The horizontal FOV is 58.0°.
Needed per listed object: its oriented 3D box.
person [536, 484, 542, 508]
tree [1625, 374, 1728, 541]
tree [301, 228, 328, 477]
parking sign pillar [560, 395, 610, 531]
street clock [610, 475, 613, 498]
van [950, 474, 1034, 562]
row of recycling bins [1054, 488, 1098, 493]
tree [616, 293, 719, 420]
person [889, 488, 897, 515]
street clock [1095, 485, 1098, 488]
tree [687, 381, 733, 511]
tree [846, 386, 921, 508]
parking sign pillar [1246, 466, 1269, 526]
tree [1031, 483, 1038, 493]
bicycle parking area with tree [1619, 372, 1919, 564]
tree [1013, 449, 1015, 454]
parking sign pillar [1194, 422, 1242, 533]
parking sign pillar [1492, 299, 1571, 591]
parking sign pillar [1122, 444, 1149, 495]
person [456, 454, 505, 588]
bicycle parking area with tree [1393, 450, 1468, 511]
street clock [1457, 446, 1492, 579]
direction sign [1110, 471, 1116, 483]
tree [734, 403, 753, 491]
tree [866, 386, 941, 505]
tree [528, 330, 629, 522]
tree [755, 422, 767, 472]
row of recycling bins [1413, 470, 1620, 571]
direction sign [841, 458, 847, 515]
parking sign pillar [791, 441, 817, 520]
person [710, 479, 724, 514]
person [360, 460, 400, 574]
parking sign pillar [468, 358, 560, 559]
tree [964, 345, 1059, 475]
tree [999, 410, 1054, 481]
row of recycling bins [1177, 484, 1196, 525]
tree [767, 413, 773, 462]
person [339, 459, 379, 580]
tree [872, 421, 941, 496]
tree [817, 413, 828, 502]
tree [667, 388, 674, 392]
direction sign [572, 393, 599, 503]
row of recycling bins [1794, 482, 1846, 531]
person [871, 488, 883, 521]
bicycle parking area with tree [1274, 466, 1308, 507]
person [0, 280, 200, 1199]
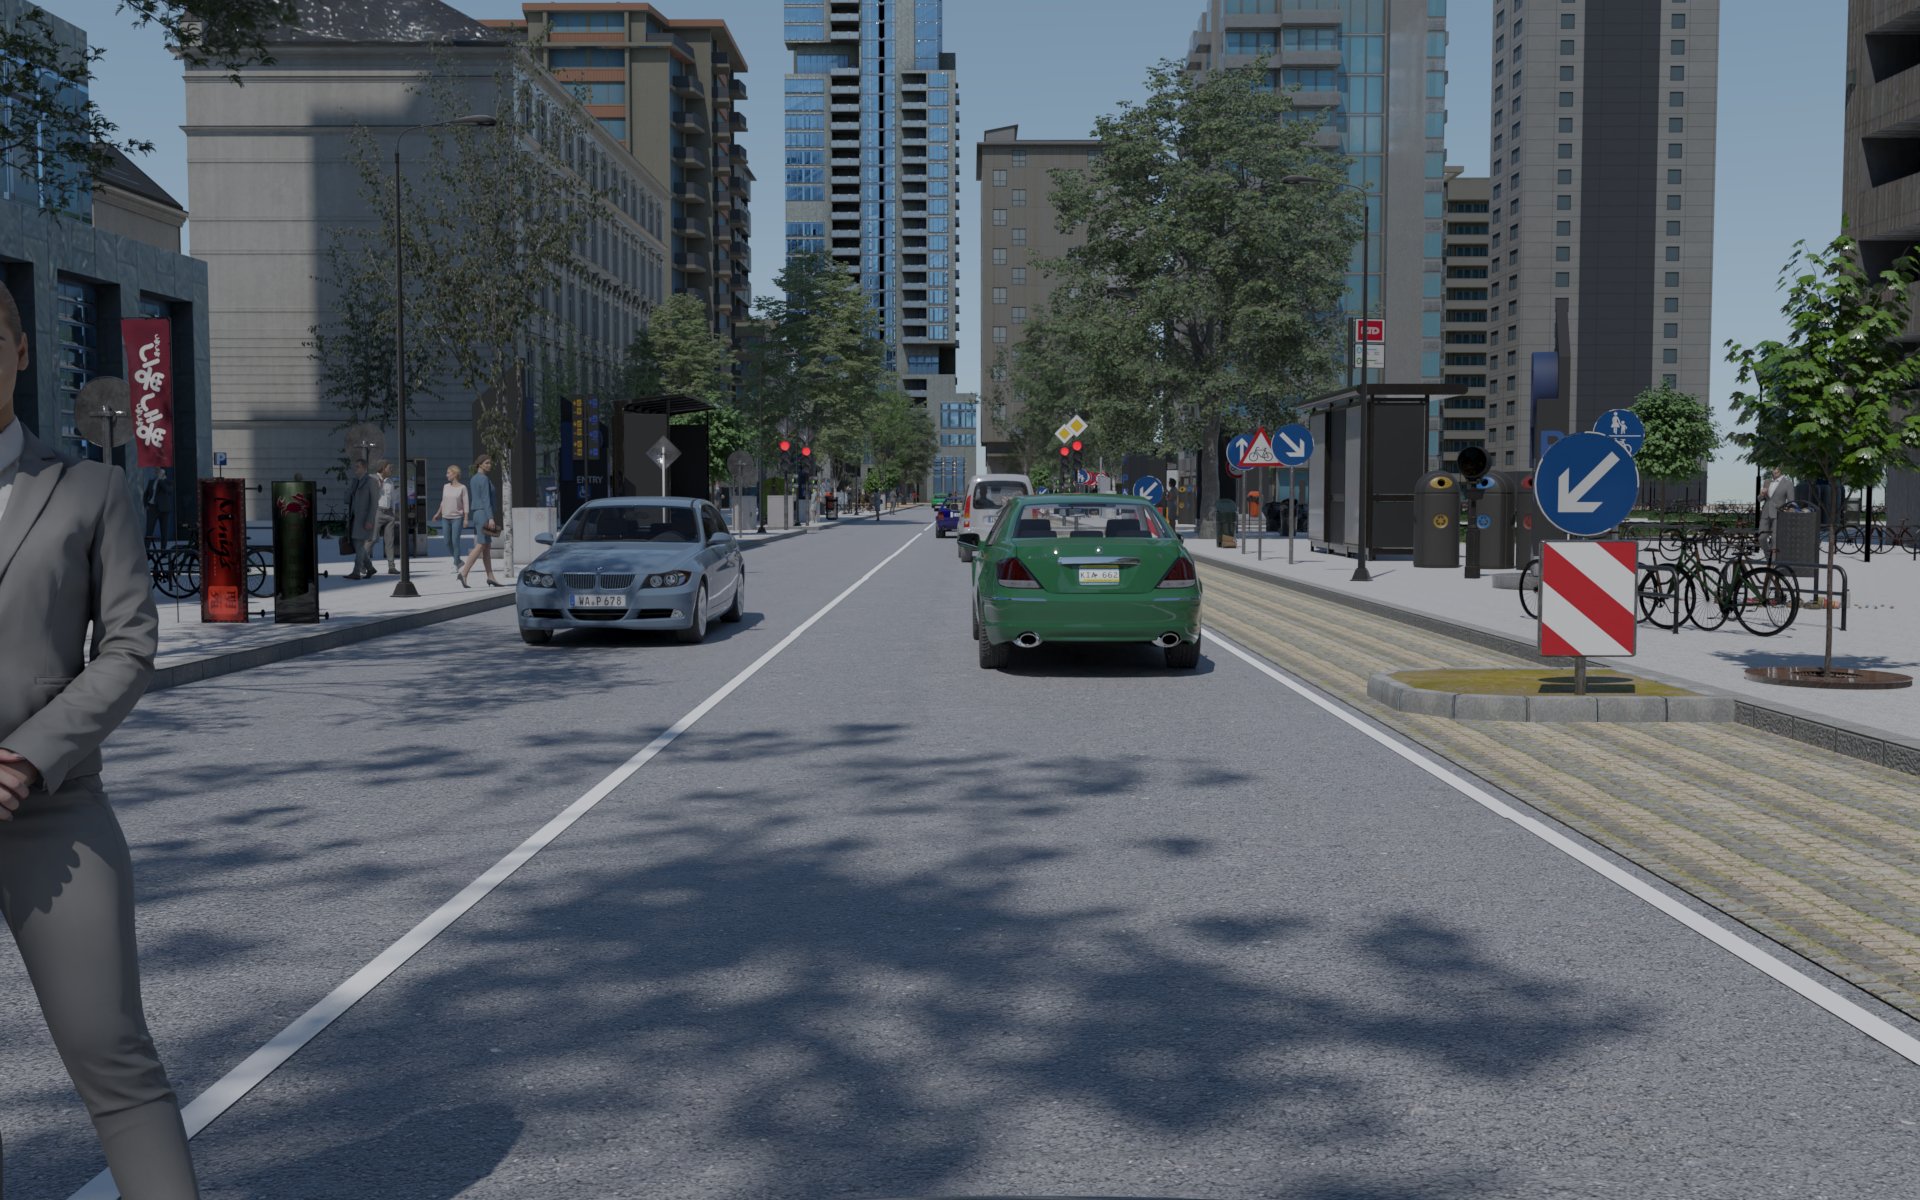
[{"bbox_3d":[-10.126,-2.118,40.857,0.537,1.800,0.526,1,4,11],"label":"person"},{"bbox_3d":[19.411,-3.906,47.580,4.285,4.588,4.351,0,3,0],"label":"tree"},{"bbox_3d":[-15.407,-5.834,45.755,4.360,8.622,3.978,0,3,0],"label":"tree"},{"bbox_3d":[-10.188,-3.581,47.029,1.447,3.967,1.447,0,4,-2],"label":"parking sign pillar"},{"bbox_3d":[-11.076,-3.100,55.254,0.471,2.002,0.358,0,4,-2],"label":"street clock"},{"bbox_3d":[0.802,-1.876,37.691,2.013,2.044,4.112,0,4,-1],"label":"van"},{"bbox_3d":[7.558,-6.326,110.546,3.534,1.692,1.069,2,4,33],"label":"row of recycling bins"},{"bbox_3d":[-16.102,-11.023,98.349,7.486,12.596,7.792,0,3,0],"label":"tree"},{"bbox_3d":[-4.576,-6.767,118.946,0.447,1.846,0.655,-3,5,-43],"label":"person"},{"bbox_3d":[10.503,-7.786,131.865,0.471,2.002,0.358,3,4,36],"label":"street clock"},{"bbox_3d":[-17.594,-9.806,110.691,4.360,8.622,3.978,0,3,0],"label":"tree"},{"bbox_3d":[-7.273,-14.330,160.054,9.928,11.665,9.643,0,3,0],"label":"tree"},{"bbox_3d":[12.017,-5.055,71.114,1.447,3.967,1.447,0,4,2],"label":"parking sign pillar"},{"bbox_3d":[6.994,-9.785,154.582,1.663,3.219,1.824,0,3,0],"label":"tree"},{"bbox_3d":[17.052,-2.940,35.064,9.016,4.147,8.231,1,4,17],"label":"bicycle parking area with tree"},{"bbox_3d":[7.436,-13.245,166.910,4.360,8.622,3.978,0,3,0],"label":"tree"},{"bbox_3d":[8.534,-4.237,57.751,1.447,3.967,1.447,0,4,1],"label":"parking sign pillar"},{"bbox_3d":[8.002,-2.141,23.476,1.447,3.967,1.447,1,4,16],"label":"parking sign pillar"},{"bbox_3d":[7.529,-5.250,74.307,1.447,3.967,1.447,-3,5,-42],"label":"parking sign pillar"},{"bbox_3d":[-6.578,-1.080,23.720,0.654,1.822,0.581,-1,4,-18],"label":"person"},{"bbox_3d":[35.825,-8.385,124.095,9.016,4.147,8.231,0,4,-1],"label":"bicycle parking area with tree"},{"bbox_3d":[7.782,-1.326,26.248,0.471,2.002,0.358,2,4,34],"label":"street clock"},{"bbox_3d":[10.462,-7.711,118.077,0.379,3.537,0.876,-1,4,-22],"label":"direction sign"},{"bbox_3d":[-16.956,-10.474,121.620,4.360,8.622,3.978,0,3,0],"label":"tree"},{"bbox_3d":[-6.569,-18.112,202.782,9.857,13.997,8.962,0,3,0],"label":"tree"},{"bbox_3d":[-18.062,-7.832,78.411,4.737,8.622,4.395,0,3,0],"label":"tree"},{"bbox_3d":[-17.499,-11.134,132.397,4.360,8.622,3.978,0,3,0],"label":"tree"},{"bbox_3d":[9.432,-1.369,29.500,3.534,1.692,1.069,3,4,37],"label":"row of recycling bins"},{"bbox_3d":[-7.271,-7.136,108.674,0.379,3.537,0.876,1,4,9],"label":"direction sign"},{"bbox_3d":[-7.878,-6.055,87.470,1.447,3.967,1.447,-1,4,-22],"label":"parking sign pillar"},{"bbox_3d":[-8.289,-3.272,59.354,0.447,1.846,0.655,2,4,24],"label":"person"},{"bbox_3d":[-9.297,-1.316,27.666,0.850,1.850,0.679,2,4,27],"label":"person"},{"bbox_3d":[-9.155,-2.833,34.792,1.447,3.967,1.447,2,4,27],"label":"parking sign pillar"},{"bbox_3d":[7.394,-22.306,220.595,12.611,20.169,13.585,0,3,0],"label":"tree"},{"bbox_3d":[7.713,-15.702,191.136,7.601,10.594,8.767,0,4,-2],"label":"tree"},{"bbox_3d":[9.989,-3.985,72.267,1.069,1.692,3.534,-1,4,-11],"label":"row of recycling bins"},{"bbox_3d":[-16.613,-11.729,142.125,4.360,8.622,3.978,0,3,0],"label":"tree"},{"bbox_3d":[-9.027,-1.215,26.007,0.694,1.812,0.767,2,4,34],"label":"person"},{"bbox_3d":[-6.749,-17.164,215.037,8.767,10.594,7.601,-1,4,-19],"label":"tree"},{"bbox_3d":[-10.792,-11.040,130.858,4.737,8.622,4.395,0,3,0],"label":"tree"},{"bbox_3d":[-16.884,-8.199,84.413,4.360,8.622,3.978,0,3,0],"label":"tree"},{"bbox_3d":[-8.476,-2.892,39.282,0.876,3.537,0.379,3,4,37],"label":"direction sign"},{"bbox_3d":[30.088,-3.268,60.541,1.069,1.692,3.534,3,5,44],"label":"row of recycling bins"},{"bbox_3d":[-4.432,-5.119,92.559,0.532,1.782,0.716,3,5,42],"label":"person"},{"bbox_3d":[21.421,-8.571,127.135,9.016,4.147,8.231,-1,4,-13],"label":"bicycle parking area with tree"},{"bbox_3d":[-1.461,0.374,2.656,0.520,1.790,0.573,-3,5,-39],"label":"person"}]
